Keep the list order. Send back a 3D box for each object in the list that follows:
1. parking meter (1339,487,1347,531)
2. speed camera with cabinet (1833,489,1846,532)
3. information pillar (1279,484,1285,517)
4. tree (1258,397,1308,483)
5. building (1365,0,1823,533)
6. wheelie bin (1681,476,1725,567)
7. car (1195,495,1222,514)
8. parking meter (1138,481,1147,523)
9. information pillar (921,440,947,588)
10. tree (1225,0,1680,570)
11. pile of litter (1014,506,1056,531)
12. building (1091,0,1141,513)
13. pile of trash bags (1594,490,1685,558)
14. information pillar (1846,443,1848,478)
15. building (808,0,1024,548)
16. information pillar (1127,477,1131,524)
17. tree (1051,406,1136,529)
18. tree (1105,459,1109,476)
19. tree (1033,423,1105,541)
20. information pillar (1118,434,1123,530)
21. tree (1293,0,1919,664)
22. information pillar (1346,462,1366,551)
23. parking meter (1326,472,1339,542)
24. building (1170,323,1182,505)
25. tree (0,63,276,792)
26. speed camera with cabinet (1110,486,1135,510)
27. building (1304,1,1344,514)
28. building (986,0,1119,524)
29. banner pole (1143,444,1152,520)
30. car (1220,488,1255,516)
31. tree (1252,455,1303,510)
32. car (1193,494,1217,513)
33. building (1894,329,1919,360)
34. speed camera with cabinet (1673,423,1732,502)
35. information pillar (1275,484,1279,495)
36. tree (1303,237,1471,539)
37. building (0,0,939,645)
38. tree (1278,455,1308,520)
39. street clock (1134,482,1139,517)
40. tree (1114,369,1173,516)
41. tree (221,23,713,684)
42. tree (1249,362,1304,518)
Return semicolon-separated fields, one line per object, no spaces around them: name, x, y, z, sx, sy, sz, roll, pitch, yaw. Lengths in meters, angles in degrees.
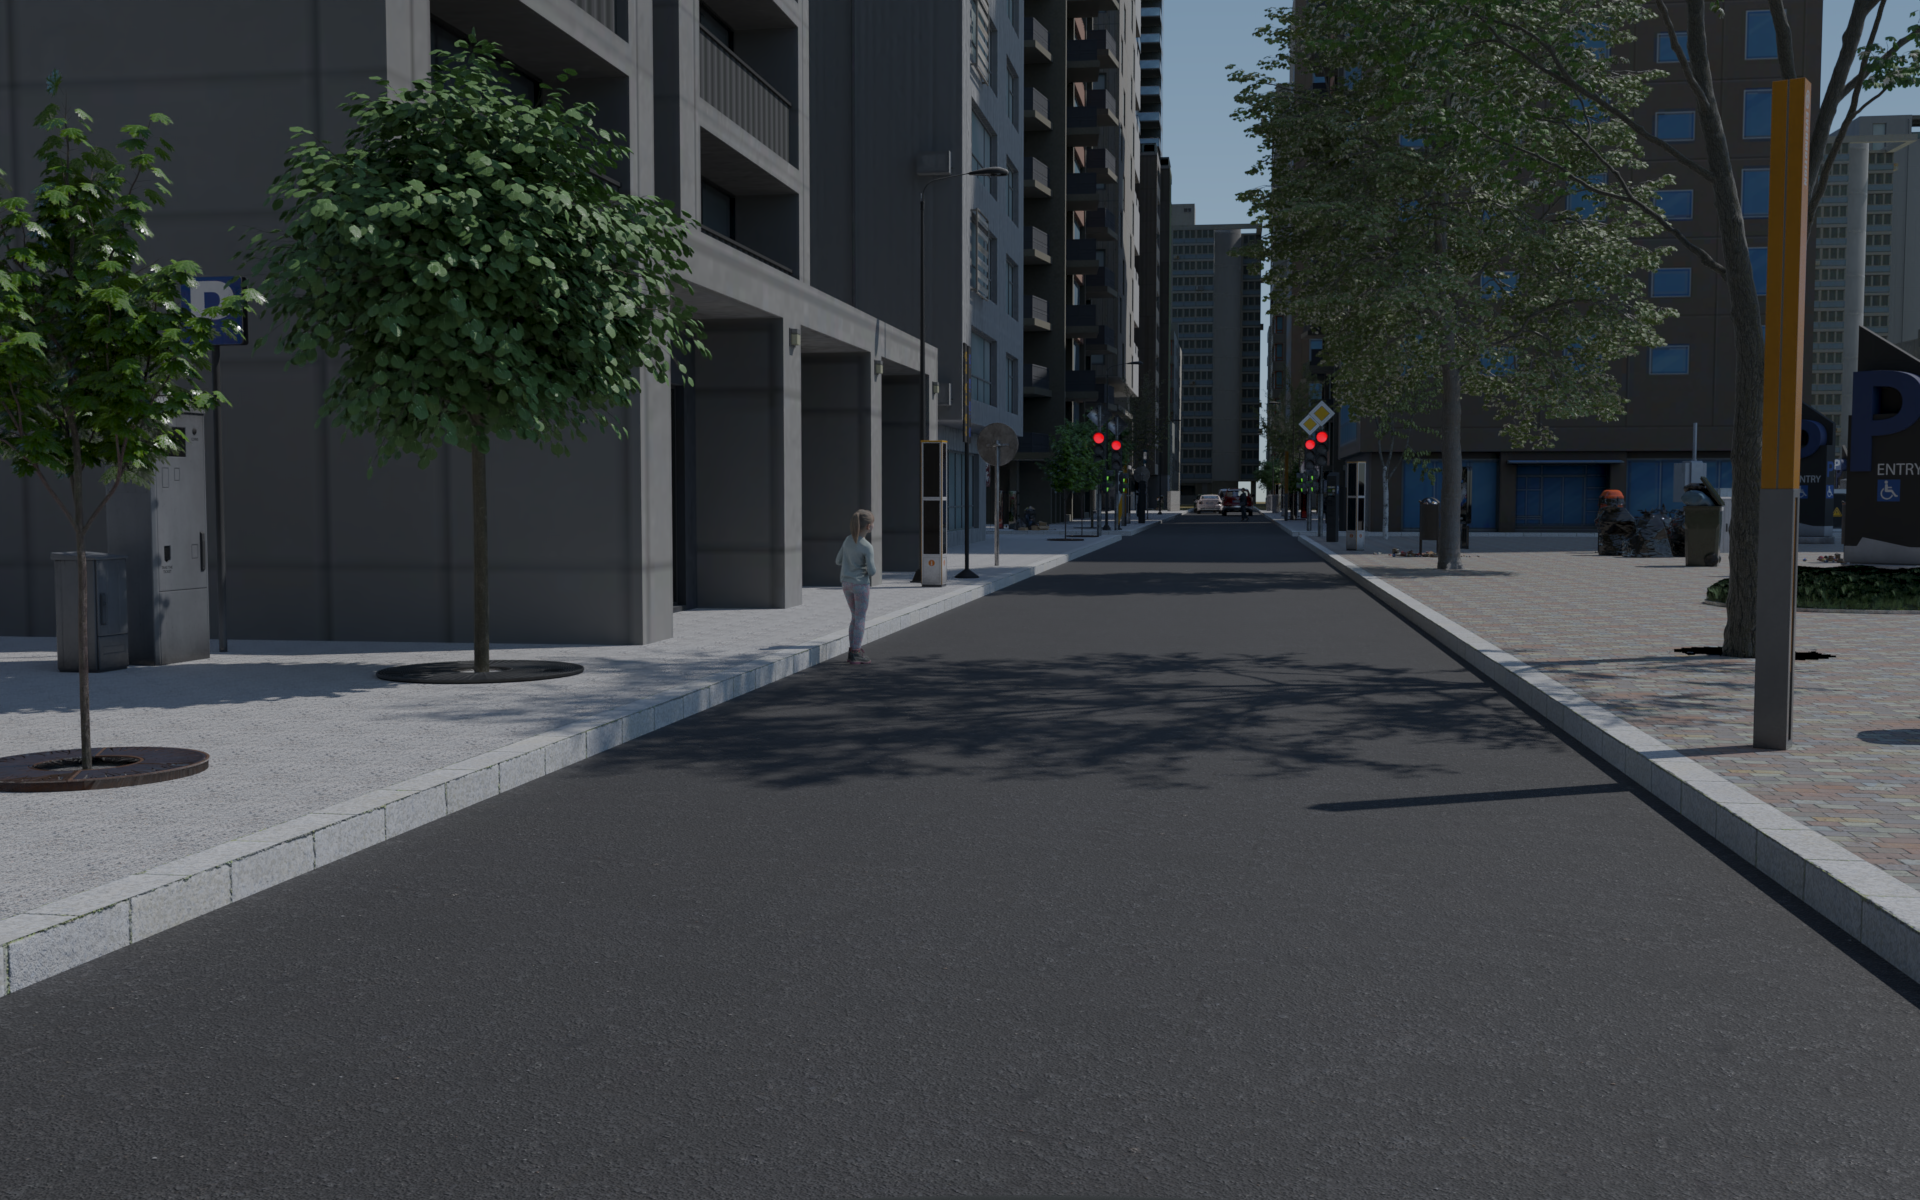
parking meter;13.277;-3.144;59.811;0.372;1.533;0.369;0;3;0
speed camera with cabinet;29.867;-3.885;57.863;2.038;3.252;0.660;1;4;14
information pillar;18.587;-5.787;99.109;0.304;2.012;0.304;-1;4;-11
tree;24.377;-10.945;129.305;4.360;8.622;3.978;0;3;0
building;21.526;-25.232;62.658;14.200;45.320;14.600;1;4;9
wheelie bin;13.197;-1.399;30.787;0.693;1.594;0.980;2;4;28
car;18.148;-6.941;125.845;2.083;1.381;4.827;0;4;8
parking meter;7.947;-4.281;75.704;0.255;1.863;0.399;0;4;-5
information pillar;-0.358;-1.185;23.870;0.304;2.012;0.304;1;4;13
tree;7.990;-6.808;29.435;7.486;12.596;7.792;0;3;0
pile of litter;2.644;-2.894;61.275;1.719;0.858;1.176;-1;4;-15
building;-1.361;-32.582;121.955;28.713;52.752;27.495;1;4;9
pile of trash bags;14.293;-1.634;36.469;1.912;1.369;3.447;0;4;-4
information pillar;31.305;-4.240;60.675;0.183;3.616;0.504;-2;4;-26
building;-5.684;-22.059;44.266;14.086;41.232;14.154;1;4;9
information pillar;7.195;-4.304;74.868;0.304;2.012;0.304;1;4;23
tree;5.014;-4.959;64.793;4.285;4.588;4.351;0;3;0
tree;3.694;-3.481;51.513;1.663;3.219;1.824;0;3;0
tree;2.926;-3.234;47.471;1.663;3.219;1.824;0;3;0
information pillar;5.700;-4.317;61.931;0.183;3.616;0.504;1;4;21
tree;6.358;-5.366;13.492;9.928;11.665;9.643;0;3;0
information pillar;8.975;-2.127;39.267;0.304;2.012;0.304;-3;5;-39
parking meter;9.962;-2.482;46.291;0.255;1.863;0.399;2;4;26
building;10.431;-21.636;198.783;28.899;21.520;27.650;1;4;9
tree;-4.076;-0.818;7.974;1.663;3.219;1.824;0;3;0
speed camera with cabinet;12.667;-8.664;135.986;2.038;3.252;0.660;1;4;19
building;33.017;-27.770;108.662;22.147;44.769;28.867;1;4;9
building;-3.694;-26.384;86.006;22.147;44.769;28.867;1;4;9
banner pole;9.248;-5.873;86.047;0.401;3.779;0.863;2;4;27
car;18.403;-6.492;114.821;2.281;1.827;5.304;1;4;10
tree;25.596;-9.662;141.692;4.285;4.588;4.351;0;3;0
car;18.775;-7.493;132.302;2.009;1.686;4.222;1;4;10
building;52.490;-45.789;61.319;31.000;86.520;22.319;1;4;9
speed camera with cabinet;21.046;-3.313;48.501;2.038;3.252;0.660;-1;4;-12
information pillar;22.585;-7.251;123.038;0.304;2.012;0.304;3;4;38
tree;12.050;-6.006;48.555;4.737;8.622;4.395;0;3;0
building;-11.159;-35.841;24.246;20.563;71.187;20.611;1;4;9
tree;16.496;-5.528;84.984;1.663;3.219;1.824;0;3;0
street clock;10.100;-5.708;97.897;0.471;2.002;0.358;1;4;10
tree;10.613;-9.352;103.271;4.360;8.622;3.978;0;3;0
tree;-3.505;-1.745;12.246;4.285;4.588;4.351;0;3;0
tree;18.209;-8.816;94.496;4.737;8.622;4.395;0;3;0
